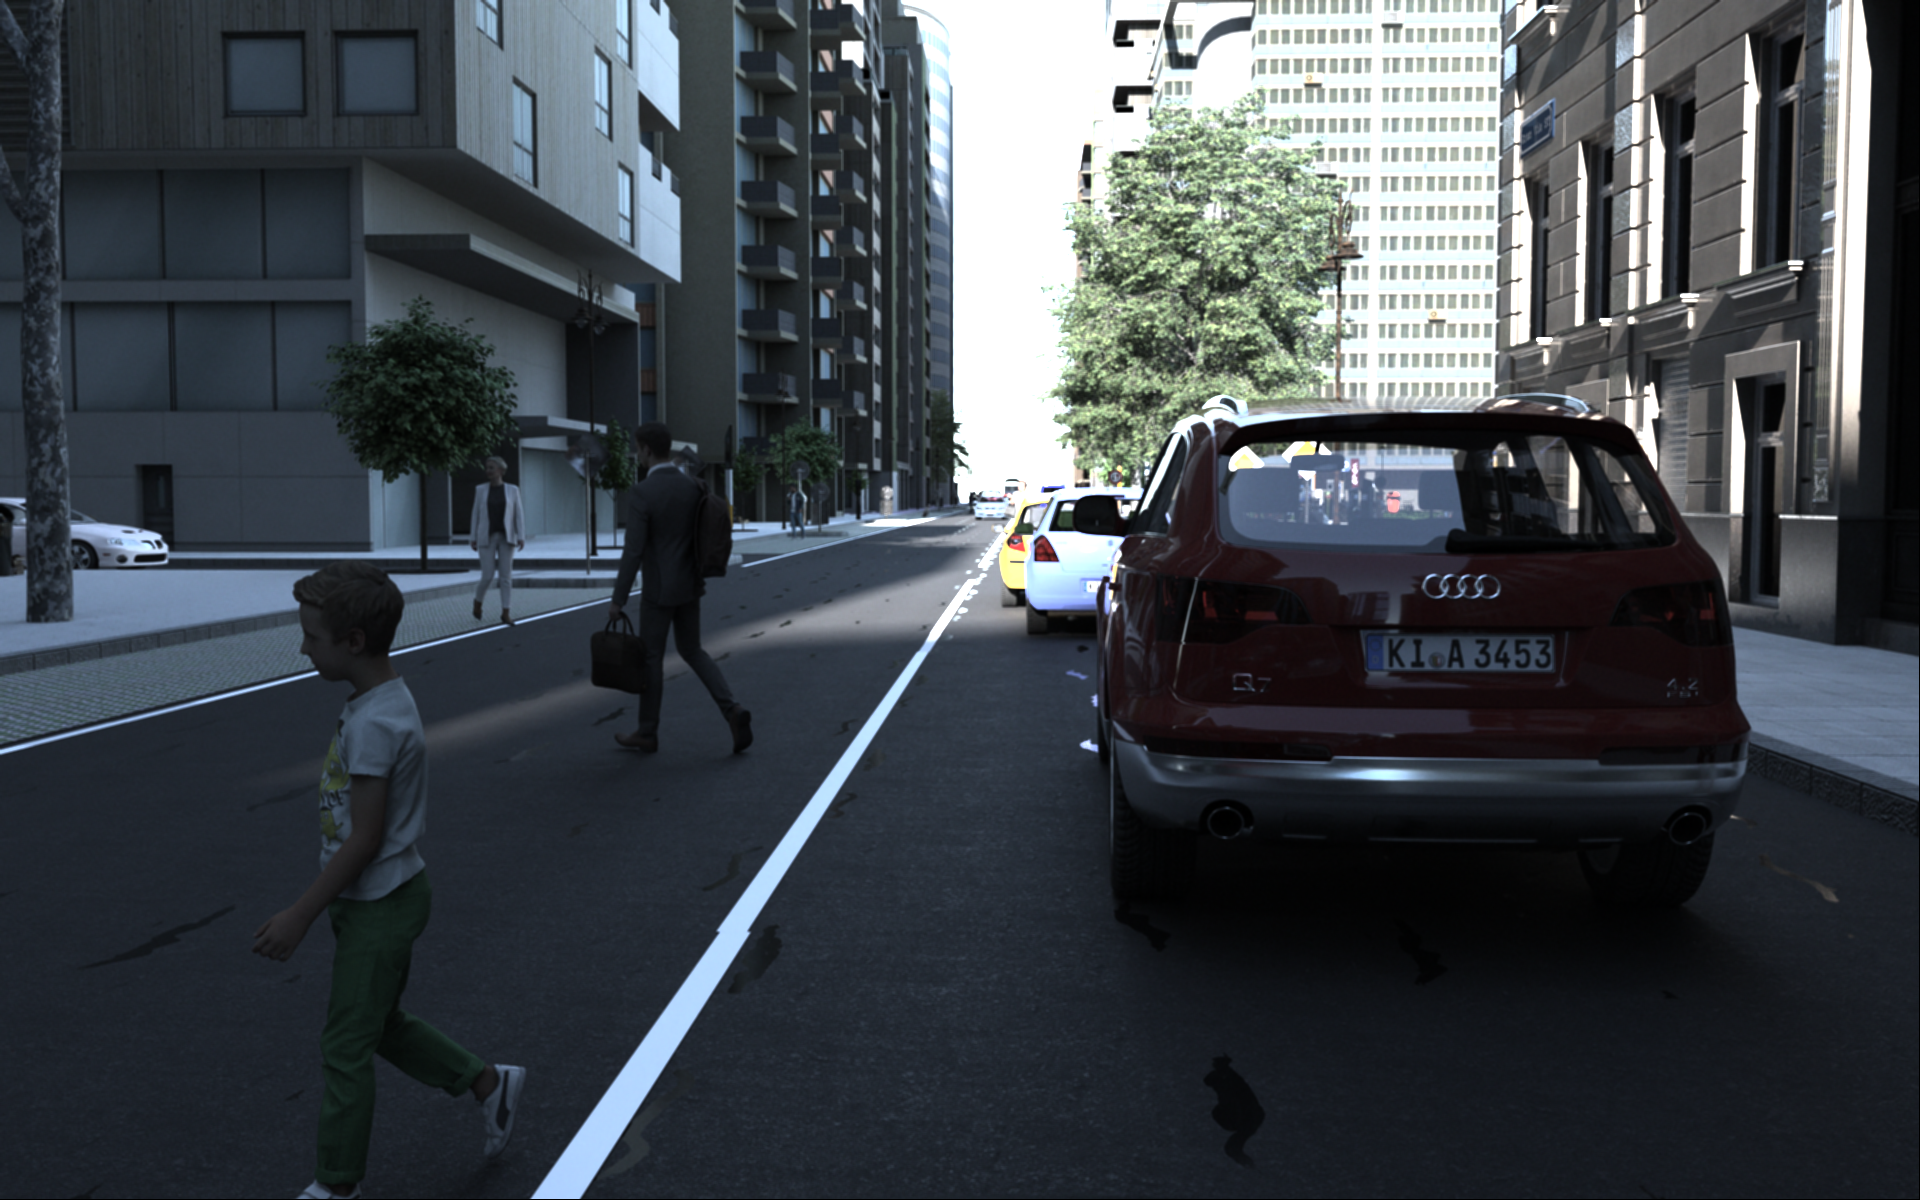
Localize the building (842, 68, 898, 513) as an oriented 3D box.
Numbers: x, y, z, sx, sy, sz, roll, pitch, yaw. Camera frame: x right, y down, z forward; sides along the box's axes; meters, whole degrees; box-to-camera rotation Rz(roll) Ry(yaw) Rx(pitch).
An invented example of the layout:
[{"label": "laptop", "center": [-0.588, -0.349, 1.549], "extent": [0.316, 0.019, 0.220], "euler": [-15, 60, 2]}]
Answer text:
[{"label": "building", "center": [-11.806, -21.205, 118.405], "extent": [14.160, 30.474, 14.107], "euler": [0, 4, 2]}]

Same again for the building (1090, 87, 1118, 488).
[{"label": "building", "center": [20.390, -30.200, 177.369], "extent": [14.154, 41.232, 14.086], "euler": [0, 4, 2]}]

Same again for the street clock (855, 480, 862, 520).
[{"label": "street clock", "center": [-5.097, -5.032, 86.850], "extent": [0.358, 2.002, 0.471], "euler": [-1, 4, -17]}]

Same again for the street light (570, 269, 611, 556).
[{"label": "street light", "center": [-7.601, -3.852, 35.776], "extent": [0.468, 5.910, 1.993], "euler": [0, 4, 2]}]

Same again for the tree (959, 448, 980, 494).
[{"label": "tree", "center": [1.471, -19.379, 267.203], "extent": [4.360, 8.622, 3.978], "euler": [0, 3, 0]}]

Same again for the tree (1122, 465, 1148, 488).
[{"label": "tree", "center": [9.796, -6.323, 97.979], "extent": [1.663, 3.219, 1.824], "euler": [0, 3, 0]}]

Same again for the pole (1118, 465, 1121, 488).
[{"label": "pole", "center": [9.852, -6.915, 106.897], "extent": [0.158, 3.312, 0.155], "euler": [0, 3, 0]}]

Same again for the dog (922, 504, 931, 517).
[{"label": "dog", "center": [-2.100, -5.483, 106.490], "extent": [0.513, 0.831, 0.800], "euler": [-1, 4, -16]}]

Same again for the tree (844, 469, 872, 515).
[{"label": "tree", "center": [-6.566, -6.980, 108.729], "extent": [1.663, 3.219, 1.824], "euler": [0, 3, 0]}]

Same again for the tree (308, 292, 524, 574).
[{"label": "tree", "center": [-8.890, -2.728, 28.311], "extent": [4.285, 4.588, 4.351], "euler": [0, 3, 0]}]

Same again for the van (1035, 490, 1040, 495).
[{"label": "van", "center": [8.784, -10.912, 185.422], "extent": [2.013, 2.044, 4.112], "euler": [0, 4, 4]}]

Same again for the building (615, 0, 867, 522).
[{"label": "building", "center": [-16.655, -26.683, 90.894], "extent": [22.147, 44.769, 28.867], "euler": [0, 4, 2]}]

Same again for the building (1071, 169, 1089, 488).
[{"label": "building", "center": [22.345, -35.629, 232.640], "extent": [14.600, 45.320, 14.200], "euler": [0, 4, 2]}]

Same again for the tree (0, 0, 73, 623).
[{"label": "tree", "center": [-10.189, -9.912, 17.954], "extent": [12.611, 20.169, 13.585], "euler": [0, 3, 0]}]

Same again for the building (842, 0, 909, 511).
[{"label": "building", "center": [-14.551, -42.612, 134.950], "extent": [20.563, 71.187, 20.611], "euler": [0, 4, 2]}]

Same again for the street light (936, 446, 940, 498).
[{"label": "street light", "center": [-2.167, -11.885, 167.109], "extent": [0.468, 5.910, 1.993], "euler": [0, 4, 2]}]

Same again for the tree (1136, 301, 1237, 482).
[{"label": "tree", "center": [8.317, -6.962, 64.188], "extent": [4.360, 8.622, 3.978], "euler": [0, 3, 0]}]

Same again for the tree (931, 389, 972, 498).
[{"label": "tree", "center": [-2.480, -16.448, 187.057], "extent": [7.486, 12.596, 7.792], "euler": [0, 3, 0]}]

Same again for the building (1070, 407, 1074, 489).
[{"label": "building", "center": [30.423, -25.047, 254.565], "extent": [27.650, 21.520, 28.899], "euler": [0, 4, 2]}]

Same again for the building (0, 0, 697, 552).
[{"label": "building", "center": [-23.573, -28.137, 49.286], "extent": [28.713, 52.752, 27.495], "euler": [0, 4, 2]}]

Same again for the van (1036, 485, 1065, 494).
[{"label": "van", "center": [6.404, -7.064, 119.886], "extent": [2.240, 2.365, 5.245], "euler": [0, 4, 2]}]

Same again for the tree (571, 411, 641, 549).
[{"label": "tree", "center": [-8.047, -2.821, 40.721], "extent": [1.663, 3.219, 1.824], "euler": [0, 3, 0]}]

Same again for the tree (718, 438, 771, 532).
[{"label": "tree", "center": [-7.546, -3.983, 59.723], "extent": [1.663, 3.219, 1.824], "euler": [0, 3, 0]}]

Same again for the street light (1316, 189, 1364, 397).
[{"label": "street light", "center": [5.815, -3.294, 26.645], "extent": [0.468, 5.910, 1.993], "euler": [0, 4, 2]}]

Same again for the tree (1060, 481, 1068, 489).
[{"label": "tree", "center": [15.843, -16.594, 265.915], "extent": [1.663, 3.219, 1.824], "euler": [0, 3, 0]}]

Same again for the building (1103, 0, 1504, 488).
[{"label": "building", "center": [27.145, -26.822, 130.423], "extent": [32.217, 40.220, 23.993], "euler": [0, 4, 2]}]

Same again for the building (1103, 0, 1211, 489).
[{"label": "building", "center": [26.882, -34.653, 155.807], "extent": [28.713, 52.752, 27.495], "euler": [0, 4, 2]}]

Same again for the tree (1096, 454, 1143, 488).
[{"label": "tree", "center": [10.484, -7.784, 110.978], "extent": [4.285, 4.588, 4.351], "euler": [0, 3, 0]}]

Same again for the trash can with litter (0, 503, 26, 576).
[{"label": "trash can with litter", "center": [-15.139, -0.968, 27.221], "extent": [0.624, 1.170, 1.055], "euler": [-1, 4, -10]}]

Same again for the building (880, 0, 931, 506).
[{"label": "building", "center": [-14.156, -33.460, 170.780], "extent": [21.300, 48.544, 21.600], "euler": [0, 4, 2]}]

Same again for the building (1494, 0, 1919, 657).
[{"label": "building", "center": [13.008, -13.180, 12.755], "extent": [12.463, 27.353, 25.104], "euler": [0, 4, 2]}]

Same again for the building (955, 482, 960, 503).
[{"label": "building", "center": [-16.413, -34.117, 249.700], "extent": [32.217, 40.220, 23.993], "euler": [0, 4, 2]}]

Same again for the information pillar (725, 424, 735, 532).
[{"label": "information pillar", "center": [-7.779, -4.096, 58.328], "extent": [0.183, 3.616, 0.504], "euler": [-2, 4, -28]}]

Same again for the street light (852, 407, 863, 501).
[{"label": "street light", "center": [-5.362, -7.199, 90.499], "extent": [0.468, 5.910, 1.993], "euler": [0, 4, 2]}]

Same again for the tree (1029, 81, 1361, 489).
[{"label": "tree", "center": [7.500, -8.993, 53.696], "extent": [9.857, 13.997, 8.962], "euler": [0, 3, 0]}]

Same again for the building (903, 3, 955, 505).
[{"label": "building", "center": [-11.789, -40.775, 208.676], "extent": [21.231, 58.520, 28.212], "euler": [0, 4, 2]}]

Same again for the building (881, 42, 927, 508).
[{"label": "building", "center": [-10.430, -28.711, 153.027], "extent": [14.154, 41.232, 14.086], "euler": [0, 4, 2]}]

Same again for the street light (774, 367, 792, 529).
[{"label": "street light", "center": [-6.409, -5.512, 62.904], "extent": [0.468, 5.910, 1.993], "euler": [0, 4, 2]}]

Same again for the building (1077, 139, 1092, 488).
[{"label": "building", "center": [25.534, -33.985, 210.282], "extent": [22.147, 44.769, 28.867], "euler": [0, 4, 2]}]

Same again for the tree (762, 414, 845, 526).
[{"label": "tree", "center": [-6.372, -5.322, 70.729], "extent": [4.285, 4.588, 4.351], "euler": [0, 3, 0]}]
